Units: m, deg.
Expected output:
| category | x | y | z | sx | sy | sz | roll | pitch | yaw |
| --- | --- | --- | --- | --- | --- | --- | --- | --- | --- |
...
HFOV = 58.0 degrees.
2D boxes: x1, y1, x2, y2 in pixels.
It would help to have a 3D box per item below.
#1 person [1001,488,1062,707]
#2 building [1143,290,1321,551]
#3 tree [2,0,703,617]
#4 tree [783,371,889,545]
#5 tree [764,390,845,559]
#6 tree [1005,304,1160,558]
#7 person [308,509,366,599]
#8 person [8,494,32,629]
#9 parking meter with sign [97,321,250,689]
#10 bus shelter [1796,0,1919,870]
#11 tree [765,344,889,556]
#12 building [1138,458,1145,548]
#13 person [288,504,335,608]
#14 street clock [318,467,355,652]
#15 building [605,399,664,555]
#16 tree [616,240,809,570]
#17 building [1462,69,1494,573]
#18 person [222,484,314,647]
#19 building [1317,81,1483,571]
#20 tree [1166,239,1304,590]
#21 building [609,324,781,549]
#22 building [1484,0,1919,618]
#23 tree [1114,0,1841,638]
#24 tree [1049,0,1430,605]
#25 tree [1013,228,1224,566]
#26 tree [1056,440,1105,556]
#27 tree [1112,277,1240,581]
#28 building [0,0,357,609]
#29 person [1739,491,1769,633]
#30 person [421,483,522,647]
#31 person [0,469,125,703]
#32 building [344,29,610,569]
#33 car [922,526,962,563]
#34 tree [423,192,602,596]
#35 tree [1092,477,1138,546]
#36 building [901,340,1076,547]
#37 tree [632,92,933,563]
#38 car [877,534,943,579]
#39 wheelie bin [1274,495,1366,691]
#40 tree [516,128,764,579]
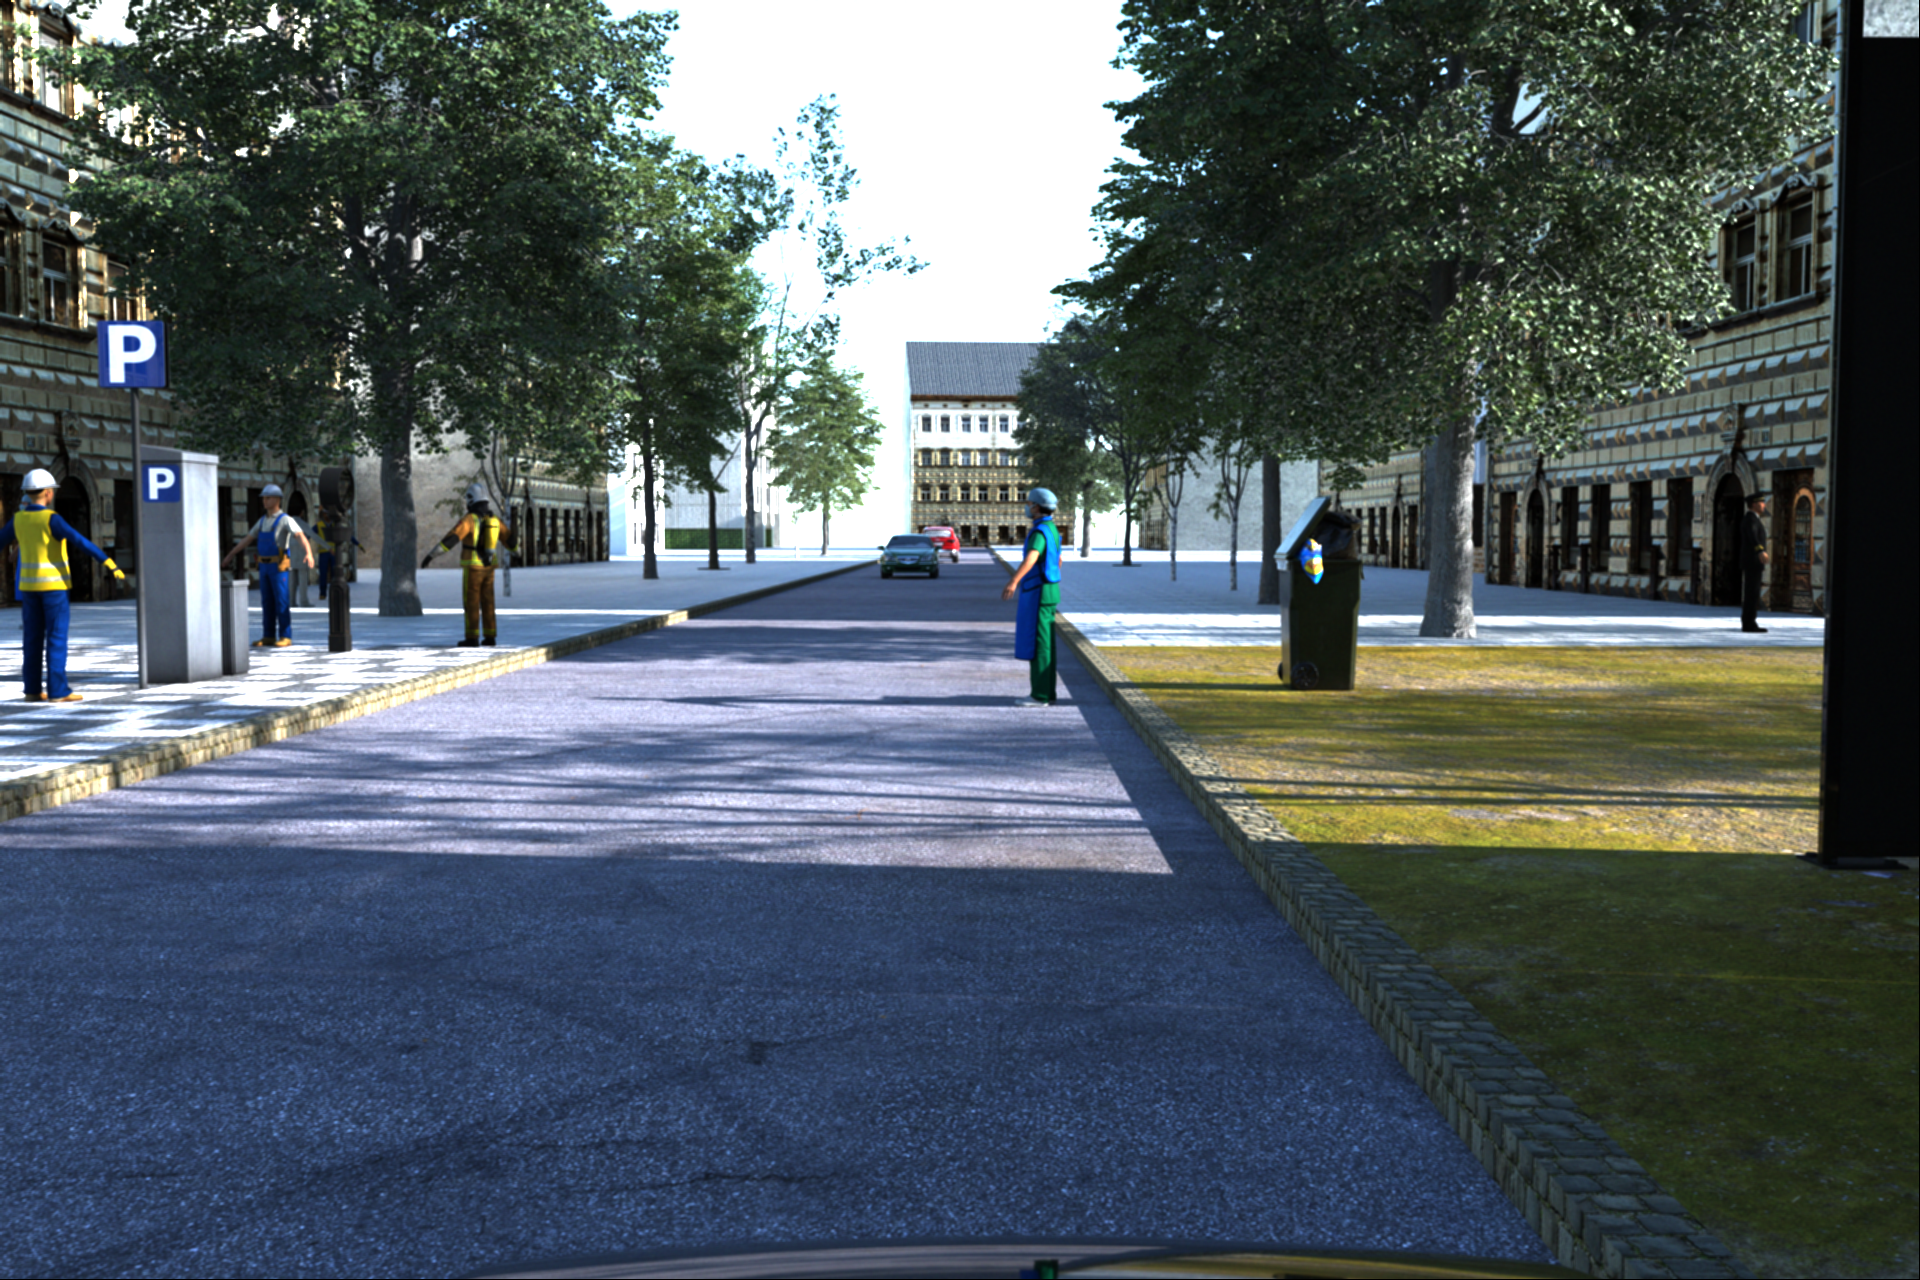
| category | x | y | z | sx | sy | sz | roll | pitch | yaw |
| --- | --- | --- | --- | --- | --- | --- | --- | --- | --- |
| person | 0.645 | -0.361 | 14.486 | 0.704 | 1.817 | 1.347 | 1 | 4 | 18 |
| building | 24.632 | -18.660 | 136.022 | 19.493 | 23.208 | 18.063 | 0 | 4 | 1 |
| tree | -8.875 | -7.341 | 26.687 | 9.857 | 13.997 | 8.962 | 0 | 3 | 0 |
| tree | -14.088 | -20.877 | 197.224 | 12.611 | 20.169 | 13.585 | 0 | 3 | 0 |
| tree | -8.588 | -8.455 | 88.606 | 4.360 | 8.622 | 3.978 | 0 | 3 | 0 |
| tree | 6.802 | -11.445 | 93.775 | 9.857 | 13.997 | 8.962 | 0 | 3 | 0 |
| person | -12.404 | -1.717 | 34.047 | 1.349 | 1.833 | 0.705 | -2 | 4 | -28 |
| person | -12.452 | -1.044 | 23.199 | 0.704 | 1.817 | 1.347 | -3 | 5 | -41 |
| parking meter with sign | -6.759 | -1.150 | 15.066 | 0.543 | 3.016 | 1.738 | 0 | 3 | 0 |
| bus shelter | 3.842 | -0.752 | 3.585 | 1.731 | 3.624 | 6.357 | 0 | 4 | -1 |
| tree | -8.019 | -11.338 | 103.496 | 7.486 | 12.596 | 7.792 | 0 | 3 | 0 |
| building | 26.069 | -19.798 | 154.633 | 19.493 | 23.208 | 18.063 | 0 | 4 | 1 |
| person | -11.570 | -1.476 | 30.319 | 1.347 | 1.806 | 0.705 | 1 | 4 | 16 |
| street clock | -6.751 | -0.871 | 18.810 | 0.358 | 2.002 | 0.471 | 0 | 4 | 1 |
| building | -25.214 | -10.964 | 121.403 | 9.099 | 9.664 | 28.070 | 0 | 4 | 0 |
| tree | -9.043 | -8.352 | 62.309 | 9.928 | 11.665 | 9.643 | 0 | 3 | 0 |
| building | 21.908 | -12.300 | 57.523 | 16.016 | 20.090 | 11.380 | 0 | 4 | 0 |
| person | -7.863 | -0.853 | 19.804 | 1.347 | 1.847 | 0.705 | 2 | 4 | 24 |
| building | 25.511 | -14.574 | 69.216 | 19.493 | 23.208 | 18.063 | 0 | 4 | 0 |
| tree | 6.063 | -5.447 | 39.422 | 4.360 | 8.622 | 3.978 | 0 | 3 | 0 |
| building | -26.682 | -18.021 | 161.107 | 16.747 | 18.905 | 31.486 | 0 | 3 | 0 |
| building | 22.587 | -12.451 | 34.495 | 19.493 | 23.208 | 18.063 | 0 | 4 | 1 |
| tree | 6.098 | -7.016 | 21.367 | 9.857 | 13.997 | 8.962 | 0 | 3 | 0 |
| tree | 5.476 | -6.950 | 31.753 | 7.486 | 12.596 | 7.792 | 0 | 3 | 0 |
| tree | 6.833 | -9.710 | 69.135 | 12.009 | 13.543 | 11.850 | 0 | 3 | 0 |
| tree | 6.852 | -9.331 | 102.927 | 4.737 | 8.622 | 4.395 | 0 | 3 | 0 |
| tree | 5.938 | -5.963 | 47.855 | 4.737 | 8.622 | 4.395 | 0 | 3 | 0 |
| building | -25.413 | -12.570 | 36.455 | 19.493 | 23.208 | 18.063 | 0 | 4 | 1 |
| person | 10.398 | -1.022 | 22.642 | 0.705 | 1.837 | 1.347 | 1 | 4 | 21 |
| person | -5.499 | -0.854 | 19.727 | 0.705 | 1.858 | 1.354 | 3 | 4 | 38 |
| person | -6.974 | -0.418 | 13.296 | 1.216 | 1.772 | 0.721 | 1 | 4 | 12 |
| building | -25.971 | -14.768 | 72.388 | 19.493 | 23.208 | 18.063 | 0 | 4 | 1 |
| car | -1.063 | -4.835 | 87.720 | 2.281 | 1.827 | 5.304 | 0 | 4 | 1 |
| tree | -9.356 | -5.191 | 35.228 | 4.360 | 8.622 | 3.978 | 0 | 3 | 0 |
| tree | 17.649 | -15.779 | 192.395 | 7.601 | 10.594 | 8.767 | 0 | 4 | 3 |
| building | 2.821 | -22.203 | 196.399 | 18.063 | 23.208 | 19.493 | 0 | 4 | -5 |
| tree | -8.055 | -13.362 | 74.363 | 12.611 | 20.169 | 13.585 | 0 | 3 | 0 |
| car | -1.630 | -2.777 | 57.199 | 2.131 | 1.459 | 4.920 | 0 | 4 | 0 |
| wheelie bin | 2.999 | -0.399 | 14.426 | 0.693 | 1.594 | 0.980 | 0 | 4 | 1 |
| tree | -9.101 | -8.004 | 48.985 | 7.486 | 12.596 | 7.792 | 0 | 3 | 0 |
